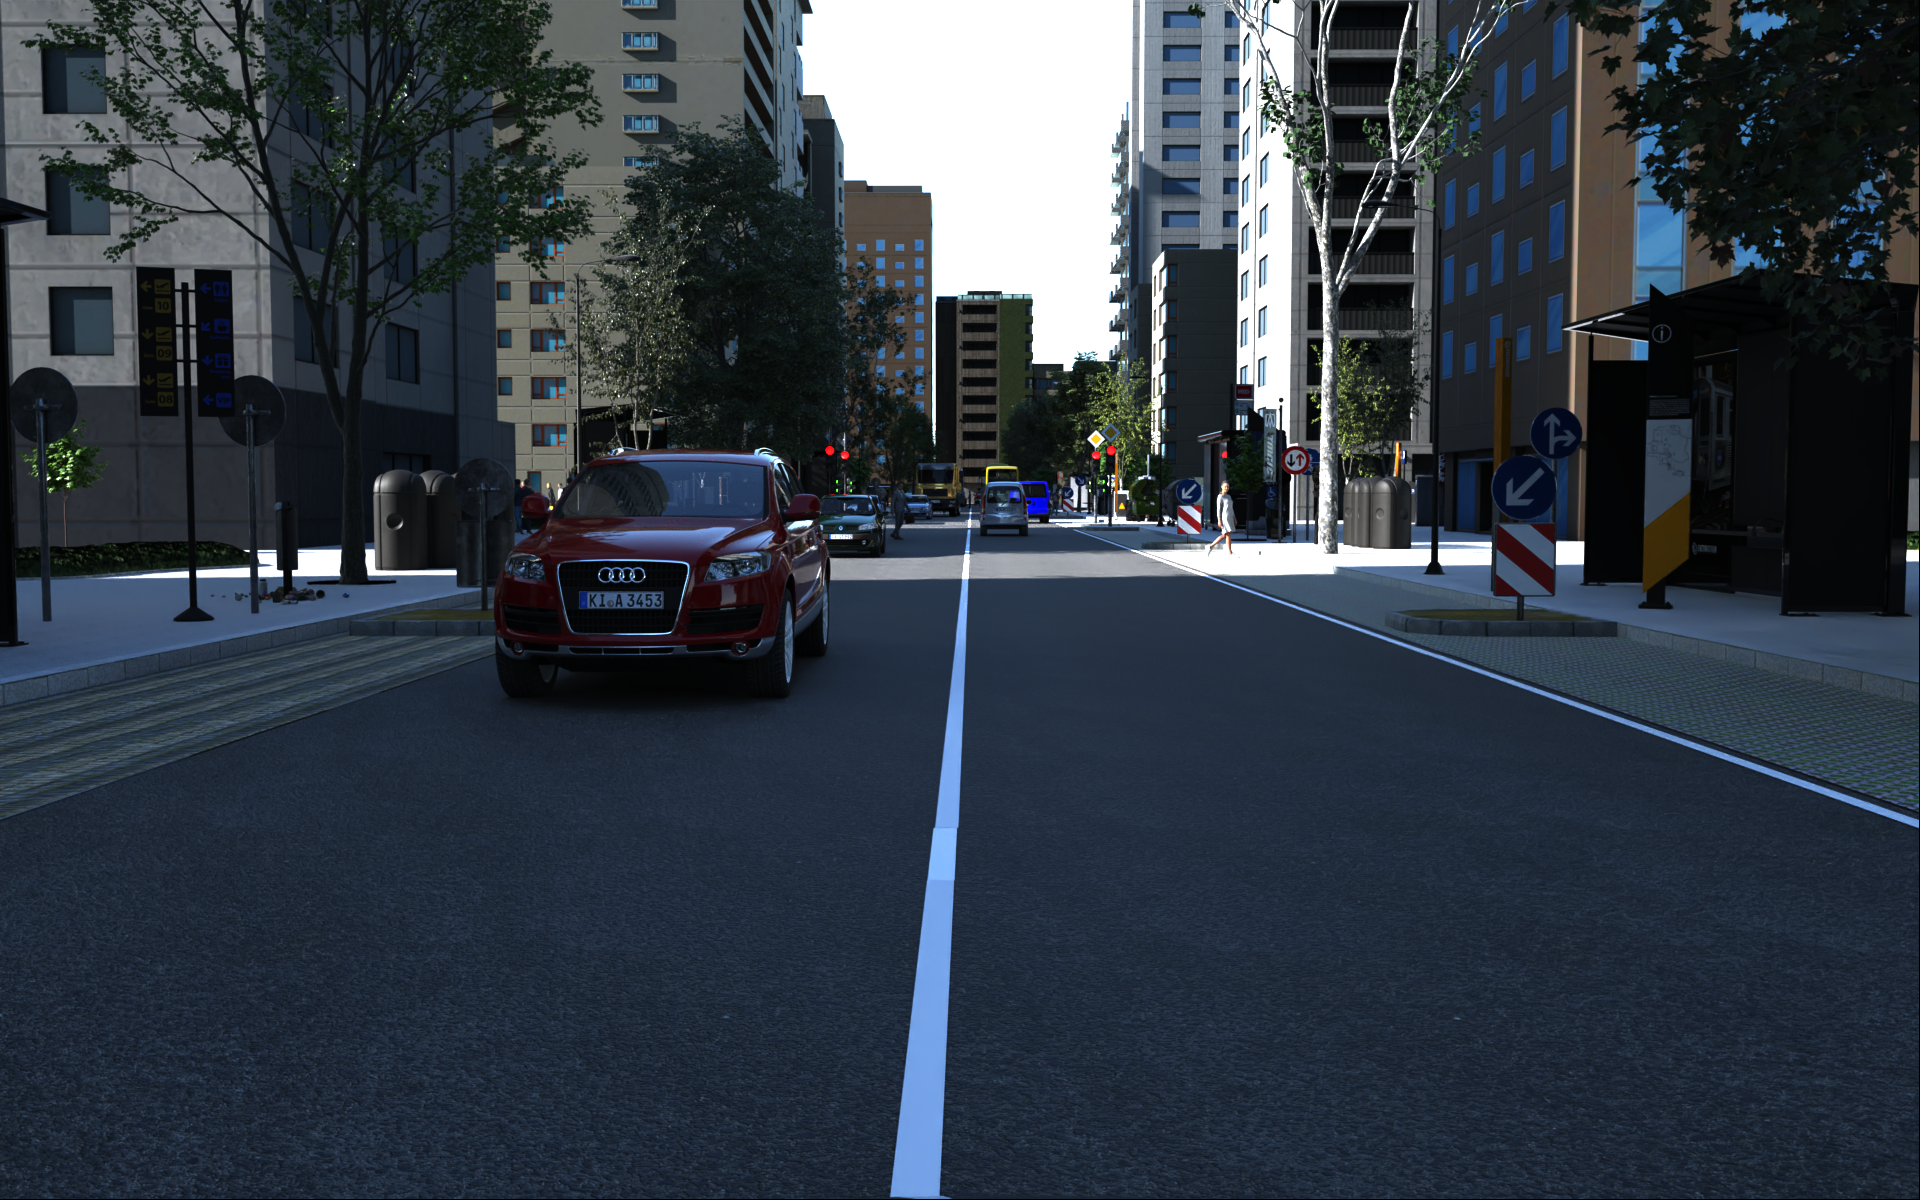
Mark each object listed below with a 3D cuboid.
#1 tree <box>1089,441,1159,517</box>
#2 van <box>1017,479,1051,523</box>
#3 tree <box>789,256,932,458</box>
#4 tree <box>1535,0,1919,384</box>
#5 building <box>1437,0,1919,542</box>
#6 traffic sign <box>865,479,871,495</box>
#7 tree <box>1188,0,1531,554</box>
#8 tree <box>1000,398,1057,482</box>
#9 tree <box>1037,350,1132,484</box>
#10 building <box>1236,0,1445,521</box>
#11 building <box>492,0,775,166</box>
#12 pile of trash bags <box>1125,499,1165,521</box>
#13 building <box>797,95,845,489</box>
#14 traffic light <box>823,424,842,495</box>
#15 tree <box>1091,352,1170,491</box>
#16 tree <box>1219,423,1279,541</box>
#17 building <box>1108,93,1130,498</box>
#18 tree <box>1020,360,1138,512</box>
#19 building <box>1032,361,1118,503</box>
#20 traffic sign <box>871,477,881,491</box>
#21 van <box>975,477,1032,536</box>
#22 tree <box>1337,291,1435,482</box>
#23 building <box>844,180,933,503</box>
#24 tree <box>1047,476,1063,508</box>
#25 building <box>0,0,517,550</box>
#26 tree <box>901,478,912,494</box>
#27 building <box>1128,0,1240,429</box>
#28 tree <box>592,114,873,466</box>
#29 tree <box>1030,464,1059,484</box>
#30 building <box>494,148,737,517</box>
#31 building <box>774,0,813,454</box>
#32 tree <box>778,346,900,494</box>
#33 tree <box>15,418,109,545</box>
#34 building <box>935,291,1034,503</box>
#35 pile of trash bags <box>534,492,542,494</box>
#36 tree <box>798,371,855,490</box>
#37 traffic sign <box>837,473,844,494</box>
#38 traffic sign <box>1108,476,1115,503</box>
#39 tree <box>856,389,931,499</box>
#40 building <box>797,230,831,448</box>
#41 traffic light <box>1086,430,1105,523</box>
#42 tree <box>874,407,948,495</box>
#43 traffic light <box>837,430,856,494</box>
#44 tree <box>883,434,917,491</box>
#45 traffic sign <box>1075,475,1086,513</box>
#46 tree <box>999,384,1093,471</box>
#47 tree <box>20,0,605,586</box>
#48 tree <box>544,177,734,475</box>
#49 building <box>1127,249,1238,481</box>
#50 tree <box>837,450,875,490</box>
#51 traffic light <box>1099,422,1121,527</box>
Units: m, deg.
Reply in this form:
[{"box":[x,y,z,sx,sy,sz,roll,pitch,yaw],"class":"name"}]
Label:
[{"box":[8.835,-6.959,97.488,4.285,4.588,4.351,0,3,0],"class":"tree"},{"box":[3.388,-4.993,86.015,2.240,2.365,5.245,0,4,-1],"class":"van"},{"box":[-8.616,-17.406,140.485,12.611,20.169,13.585,0,3,0],"class":"tree"},{"box":[8.486,-5.739,10.847,9.611,12.733,9.660,0,3,0],"class":"tree"},{"box":[23.280,-24.575,51.910,14.600,45.320,14.200,0,4,0],"class":"building"},{"box":[-7.204,-8.089,132.353,0.768,2.556,0.104,0,4,7],"class":"traffic sign"},{"box":[9.039,-10.995,35.659,12.611,20.169,13.585,0,3,0],"class":"tree"},{"box":[9.531,-19.649,227.915,9.857,13.997,8.962,0,3,0],"class":"tree"},{"box":[9.762,-13.357,136.517,7.486,12.596,7.792,0,3,0],"class":"tree"},{"box":[26.591,-39.942,91.311,20.611,71.187,20.563,0,4,0],"class":"building"},{"box":[-26.565,-31.484,138.464,21.300,48.544,21.600,0,4,0],"class":"building"},{"box":[8.831,-4.457,82.621,1.912,1.369,3.447,0,4,6],"class":"pile of trash bags"},{"box":[-25.112,-35.721,207.743,21.600,48.544,21.300,0,4,0],"class":"building"},{"box":[-5.071,-4.845,68.134,0.839,4.253,0.868,0,4,0],"class":"traffic light"},{"box":[8.688,-8.609,91.122,4.737,8.622,4.395,0,3,0],"class":"tree"},{"box":[7.834,-3.235,47.486,1.663,3.219,1.824,0,3,0],"class":"tree"},{"box":[29.109,-35.647,202.439,23.786,49.044,30.456,0,4,0],"class":"building"},{"box":[8.288,-11.443,121.509,8.767,10.594,7.601,1,4,8],"class":"tree"},{"box":[24.941,-25.184,256.791,28.899,21.520,27.650,0,4,0],"class":"building"},{"box":[-6.440,-8.107,132.654,0.768,2.556,0.104,0,4,5],"class":"traffic sign"},{"box":[1.517,-3.269,60.458,2.013,2.044,4.112,0,4,1],"class":"van"},{"box":[15.538,-6.913,63.398,4.360,8.622,3.978,0,3,0],"class":"tree"},{"box":[-11.100,-36.673,249.709,14.200,45.320,14.600,0,4,0],"class":"building"},{"box":[9.032,-10.473,165.840,1.663,3.219,1.824,0,3,0],"class":"tree"},{"box":[-25.724,-37.275,47.694,20.611,71.187,20.563,0,4,0],"class":"building"},{"box":[-6.986,-13.347,212.821,1.663,3.219,1.824,0,3,0],"class":"tree"},{"box":[27.403,-38.586,172.882,21.231,58.520,28.212,0,4,0],"class":"building"},{"box":[-7.512,-9.300,58.717,9.857,13.997,8.962,0,3,0],"class":"tree"},{"box":[8.821,-12.235,183.755,4.285,4.588,4.351,0,3,0],"class":"tree"},{"box":[-29.198,-15.968,106.119,27.650,21.520,28.899,0,4,0],"class":"building"},{"box":[-29.269,-35.200,164.764,28.713,52.752,27.495,0,4,0],"class":"building"},{"box":[-7.937,-10.738,109.971,8.767,10.594,7.601,0,4,3],"class":"tree"},{"box":[-18.989,-2.581,36.793,1.663,3.219,1.824,0,3,0],"class":"tree"},{"box":[3.387,-29.210,249.281,14.107,30.474,14.160,0,4,0],"class":"building"},{"box":[-15.000,-3.515,67.229,3.447,1.369,1.912,-1,4,-22],"class":"pile of trash bags"},{"box":[-7.948,-9.322,102.772,4.360,8.622,3.978,0,3,0],"class":"tree"},{"box":[-7.362,-6.443,105.449,0.768,2.556,0.104,0,4,2],"class":"traffic sign"},{"box":[8.324,-5.671,94.850,0.606,2.300,0.079,0,4,7],"class":"traffic sign"},{"box":[-6.634,-15.007,171.116,9.928,11.665,9.643,0,3,0],"class":"tree"},{"box":[-21.538,-25.371,186.517,14.160,30.474,14.107,0,4,0],"class":"building"},{"box":[5.945,-5.330,76.059,0.839,4.253,0.868,0,4,0],"class":"traffic light"},{"box":[-6.038,-18.815,224.628,9.611,12.733,9.660,0,3,0],"class":"tree"},{"box":[-5.016,-5.333,76.119,0.839,4.253,0.868,0,4,0],"class":"traffic light"},{"box":[-7.085,-15.127,197.682,4.360,8.622,3.978,0,3,0],"class":"tree"},{"box":[8.020,-7.032,115.080,0.768,2.556,0.104,0,4,6],"class":"traffic sign"},{"box":[9.494,-17.325,193.629,12.009,13.543,11.850,0,3,0],"class":"tree"},{"box":[-8.727,-6.020,24.186,9.928,11.665,9.643,0,3,0],"class":"tree"},{"box":[-7.559,-5.523,40.668,4.360,8.622,3.978,0,3,0],"class":"tree"},{"box":[28.378,-17.845,136.797,27.650,21.520,28.899,0,4,0],"class":"building"},{"box":[-7.847,-8.705,126.040,4.285,4.588,4.351,0,3,0],"class":"tree"},{"box":[5.890,-4.841,68.074,0.839,4.253,0.868,0,4,0],"class":"traffic light"}]
